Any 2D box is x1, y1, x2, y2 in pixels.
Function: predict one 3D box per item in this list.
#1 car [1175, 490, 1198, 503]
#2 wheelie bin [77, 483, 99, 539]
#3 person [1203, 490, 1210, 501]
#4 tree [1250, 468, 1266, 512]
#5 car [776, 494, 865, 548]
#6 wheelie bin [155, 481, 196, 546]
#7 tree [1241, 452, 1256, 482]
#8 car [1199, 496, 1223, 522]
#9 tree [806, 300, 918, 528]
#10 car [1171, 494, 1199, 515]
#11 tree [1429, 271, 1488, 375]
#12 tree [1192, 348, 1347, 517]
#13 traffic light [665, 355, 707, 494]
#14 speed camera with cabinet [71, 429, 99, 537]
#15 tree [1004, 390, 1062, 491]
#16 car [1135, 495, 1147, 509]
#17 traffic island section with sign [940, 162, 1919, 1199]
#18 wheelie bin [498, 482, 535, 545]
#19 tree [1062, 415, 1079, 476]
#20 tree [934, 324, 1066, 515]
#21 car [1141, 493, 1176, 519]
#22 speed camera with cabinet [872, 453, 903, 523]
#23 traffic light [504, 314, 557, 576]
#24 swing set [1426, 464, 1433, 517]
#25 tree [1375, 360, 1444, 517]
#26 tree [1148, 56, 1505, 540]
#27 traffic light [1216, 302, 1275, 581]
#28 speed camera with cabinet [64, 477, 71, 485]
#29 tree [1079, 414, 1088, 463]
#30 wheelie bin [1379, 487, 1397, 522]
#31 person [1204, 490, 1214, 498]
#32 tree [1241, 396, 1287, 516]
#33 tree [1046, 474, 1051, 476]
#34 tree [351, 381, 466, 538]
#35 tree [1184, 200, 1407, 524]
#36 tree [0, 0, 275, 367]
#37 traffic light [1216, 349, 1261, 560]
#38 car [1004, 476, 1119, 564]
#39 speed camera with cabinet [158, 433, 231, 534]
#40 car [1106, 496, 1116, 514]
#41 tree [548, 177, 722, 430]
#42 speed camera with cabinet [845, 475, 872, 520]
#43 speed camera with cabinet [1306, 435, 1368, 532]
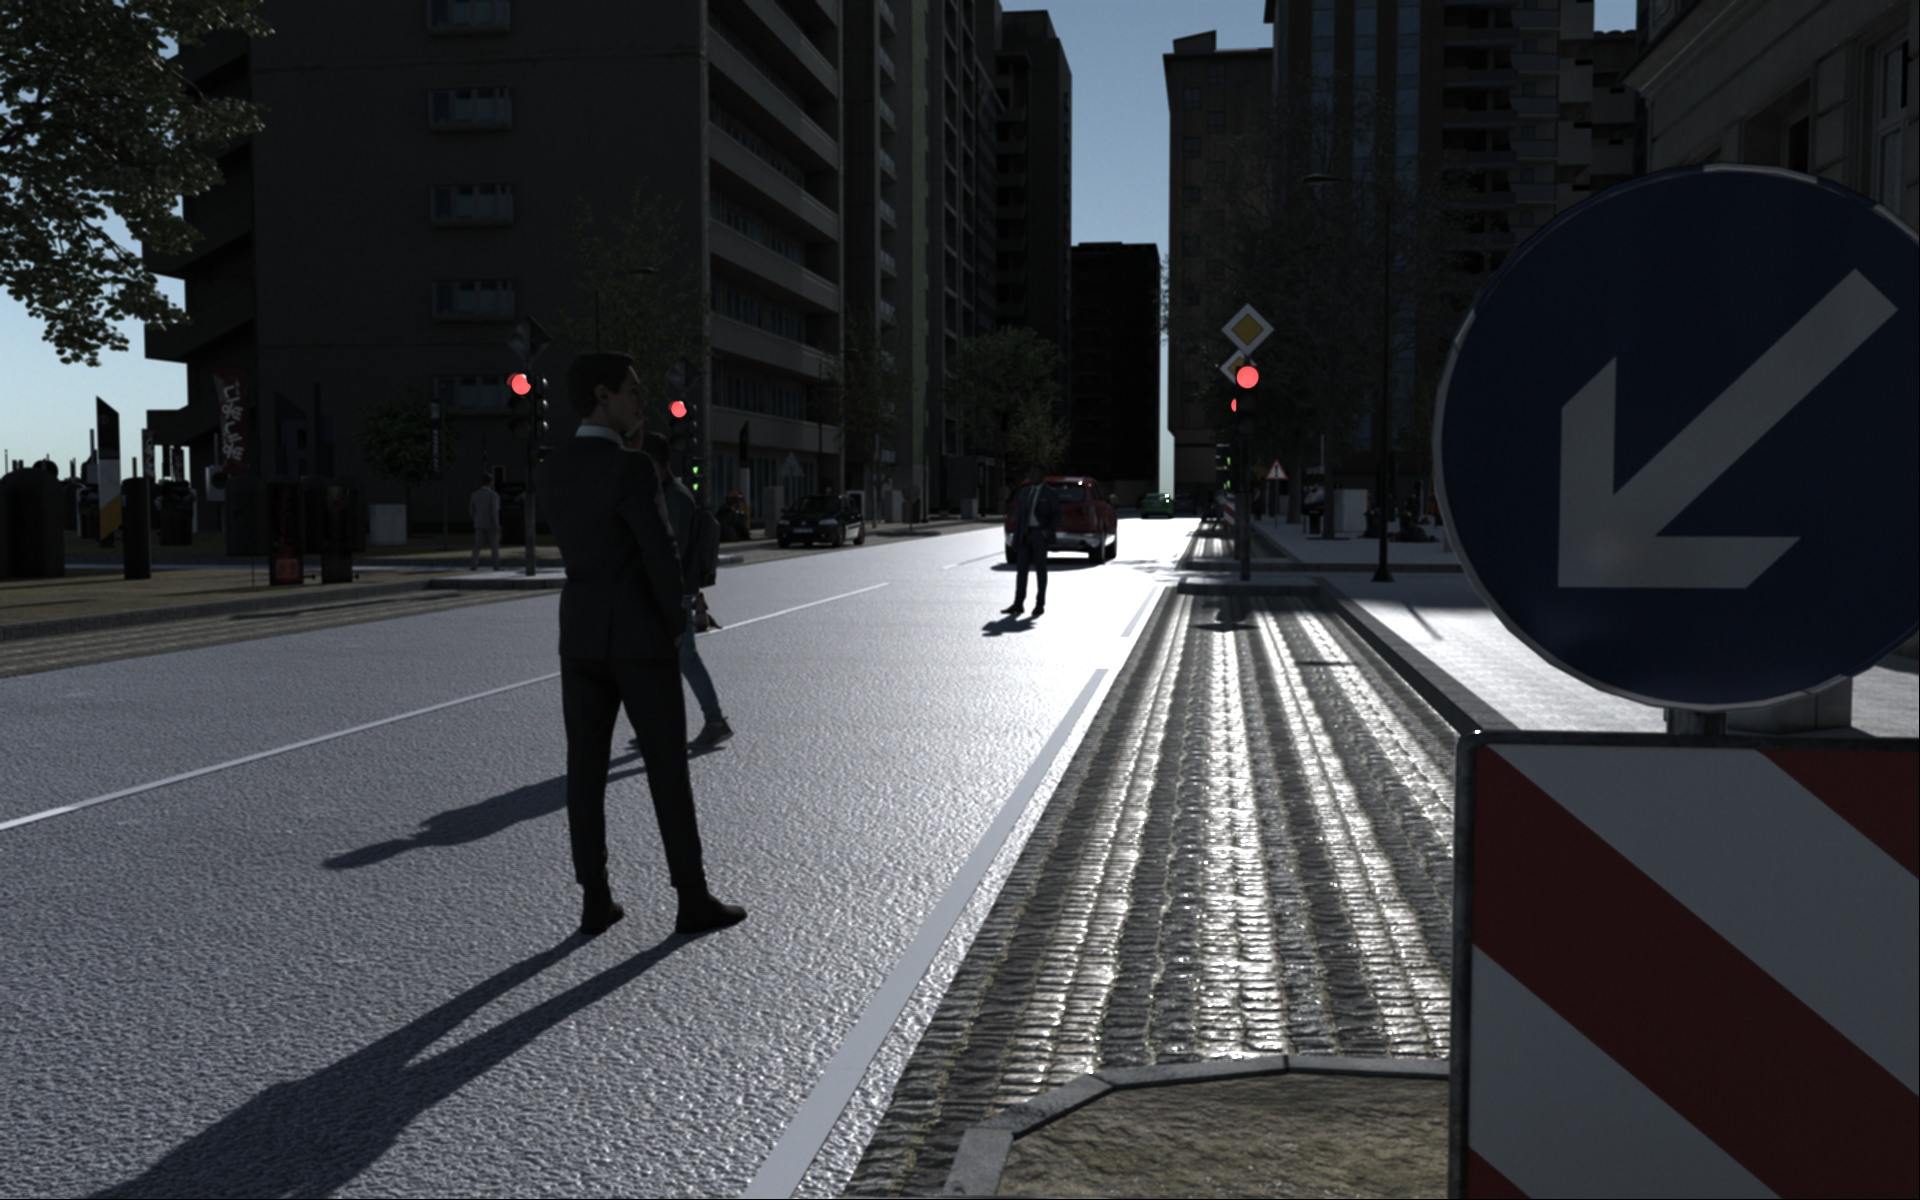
[{"bbox_3d":[22.591,-10.056,173.082,2.281,1.827,5.304,1,4,10],"label":"car"},{"bbox_3d":[-24.971,-2.570,49.921,0.980,1.594,0.693,2,4,27],"label":"wheelie bin"},{"bbox_3d":[20.518,-8.253,144.230,0.721,1.735,1.217,2,4,28],"label":"person"},{"bbox_3d":[20.757,-7.862,123.143,1.663,3.219,1.824,0,3,0],"label":"tree"},{"bbox_3d":[-3.765,-2.283,47.109,2.009,1.686,4.222,1,4,9],"label":"car"},{"bbox_3d":[-19.441,-2.148,43.035,0.693,1.594,0.980,3,4,37],"label":"wheelie bin"},{"bbox_3d":[29.128,-14.082,180.604,4.360,8.622,3.978,0,3,0],"label":"tree"},{"bbox_3d":[13.383,-4.717,89.709,1.945,1.354,3.894,0,4,8],"label":"car"},{"bbox_3d":[-3.379,-6.997,64.756,4.737,8.622,4.395,0,3,0],"label":"tree"},{"bbox_3d":[15.647,-6.662,120.931,2.014,1.417,4.499,1,4,9],"label":"car"},{"bbox_3d":[17.362,-6.503,56.678,4.360,8.622,3.978,0,3,0],"label":"tree"},{"bbox_3d":[17.178,-9.838,95.260,8.767,10.594,7.601,0,4,-1],"label":"tree"},{"bbox_3d":[-5.579,-2.820,35.030,0.839,4.253,0.868,1,4,8],"label":"traffic light"},{"bbox_3d":[-26.075,-3.538,52.186,0.660,3.252,2.038,-1,4,-14],"label":"speed camera with cabinet"},{"bbox_3d":[4.861,-10.423,120.784,4.360,8.622,3.978,0,3,0],"label":"tree"},{"bbox_3d":[17.816,-9.393,166.161,1.945,1.354,3.894,1,4,9],"label":"car"},{"bbox_3d":[0.917,0.351,2.886,1.989,1.847,2.006,1,4,8],"label":"traffic island section with sign"},{"bbox_3d":[-11.268,-2.201,43.896,0.980,1.594,0.693,0,4,-5],"label":"wheelie bin"},{"bbox_3d":[5.999,-10.767,126.405,4.360,8.622,3.978,0,3,0],"label":"tree"},{"bbox_3d":[2.405,-10.939,104.607,9.928,11.665,9.643,0,3,0],"label":"tree"},{"bbox_3d":[11.502,-5.607,100.475,1.959,1.807,4.718,1,4,9],"label":"car"},{"bbox_3d":[-3.186,-5.144,78.432,0.660,3.252,2.038,-1,4,-23],"label":"speed camera with cabinet"},{"bbox_3d":[-6.739,-2.337,27.129,0.839,4.253,0.868,1,4,8],"label":"traffic light"},{"bbox_3d":[25.059,-5.413,86.128,3.119,2.851,2.862,0,4,2],"label":"swing set"},{"bbox_3d":[25.073,-8.813,94.453,4.737,8.622,4.395,0,3,0],"label":"tree"},{"bbox_3d":[10.370,-8.451,48.550,12.009,13.543,11.850,0,3,0],"label":"tree"},{"bbox_3d":[4.207,-2.240,25.543,0.839,4.253,0.868,1,4,8],"label":"traffic light"},{"bbox_3d":[-49.253,-6.151,94.896,2.038,3.252,0.660,0,4,5],"label":"speed camera with cabinet"},{"bbox_3d":[9.975,-12.766,159.078,4.360,8.622,3.978,0,3,0],"label":"tree"},{"bbox_3d":[19.832,-4.430,80.334,0.693,1.594,0.980,-1,4,-11],"label":"wheelie bin"},{"bbox_3d":[22.521,-8.998,155.635,1.348,1.821,0.705,1,4,15],"label":"person"},{"bbox_3d":[18.083,-9.295,102.331,4.737,8.622,4.395,0,3,0],"label":"tree"},{"bbox_3d":[7.246,-9.151,144.215,1.663,3.219,1.824,0,3,0],"label":"tree"},{"bbox_3d":[-16.096,-4.099,50.741,4.285,4.588,4.351,0,3,0],"label":"tree"},{"bbox_3d":[14.517,-10.315,75.306,9.857,13.997,8.962,0,3,0],"label":"tree"},{"bbox_3d":[-10.180,-6.008,16.356,7.486,12.596,7.792,0,3,0],"label":"tree"},{"bbox_3d":[5.368,-2.723,33.443,0.839,4.253,0.868,1,4,8],"label":"traffic light"},{"bbox_3d":[2.227,-1.745,37.205,2.281,1.827,5.304,1,4,10],"label":"car"},{"bbox_3d":[-24.608,-3.758,55.775,2.038,3.252,0.660,-2,4,-34],"label":"speed camera with cabinet"},{"bbox_3d":[7.952,-5.292,99.103,1.945,1.354,3.894,1,4,10],"label":"car"},{"bbox_3d":[-7.872,-5.553,41.149,4.737,8.622,4.395,0,3,0],"label":"tree"},{"bbox_3d":[-4.588,-5.374,82.203,2.038,3.252,0.660,-2,4,-29],"label":"speed camera with cabinet"},{"bbox_3d":[12.636,-3.897,58.053,2.038,3.252,0.660,-1,4,-18],"label":"speed camera with cabinet"}]
